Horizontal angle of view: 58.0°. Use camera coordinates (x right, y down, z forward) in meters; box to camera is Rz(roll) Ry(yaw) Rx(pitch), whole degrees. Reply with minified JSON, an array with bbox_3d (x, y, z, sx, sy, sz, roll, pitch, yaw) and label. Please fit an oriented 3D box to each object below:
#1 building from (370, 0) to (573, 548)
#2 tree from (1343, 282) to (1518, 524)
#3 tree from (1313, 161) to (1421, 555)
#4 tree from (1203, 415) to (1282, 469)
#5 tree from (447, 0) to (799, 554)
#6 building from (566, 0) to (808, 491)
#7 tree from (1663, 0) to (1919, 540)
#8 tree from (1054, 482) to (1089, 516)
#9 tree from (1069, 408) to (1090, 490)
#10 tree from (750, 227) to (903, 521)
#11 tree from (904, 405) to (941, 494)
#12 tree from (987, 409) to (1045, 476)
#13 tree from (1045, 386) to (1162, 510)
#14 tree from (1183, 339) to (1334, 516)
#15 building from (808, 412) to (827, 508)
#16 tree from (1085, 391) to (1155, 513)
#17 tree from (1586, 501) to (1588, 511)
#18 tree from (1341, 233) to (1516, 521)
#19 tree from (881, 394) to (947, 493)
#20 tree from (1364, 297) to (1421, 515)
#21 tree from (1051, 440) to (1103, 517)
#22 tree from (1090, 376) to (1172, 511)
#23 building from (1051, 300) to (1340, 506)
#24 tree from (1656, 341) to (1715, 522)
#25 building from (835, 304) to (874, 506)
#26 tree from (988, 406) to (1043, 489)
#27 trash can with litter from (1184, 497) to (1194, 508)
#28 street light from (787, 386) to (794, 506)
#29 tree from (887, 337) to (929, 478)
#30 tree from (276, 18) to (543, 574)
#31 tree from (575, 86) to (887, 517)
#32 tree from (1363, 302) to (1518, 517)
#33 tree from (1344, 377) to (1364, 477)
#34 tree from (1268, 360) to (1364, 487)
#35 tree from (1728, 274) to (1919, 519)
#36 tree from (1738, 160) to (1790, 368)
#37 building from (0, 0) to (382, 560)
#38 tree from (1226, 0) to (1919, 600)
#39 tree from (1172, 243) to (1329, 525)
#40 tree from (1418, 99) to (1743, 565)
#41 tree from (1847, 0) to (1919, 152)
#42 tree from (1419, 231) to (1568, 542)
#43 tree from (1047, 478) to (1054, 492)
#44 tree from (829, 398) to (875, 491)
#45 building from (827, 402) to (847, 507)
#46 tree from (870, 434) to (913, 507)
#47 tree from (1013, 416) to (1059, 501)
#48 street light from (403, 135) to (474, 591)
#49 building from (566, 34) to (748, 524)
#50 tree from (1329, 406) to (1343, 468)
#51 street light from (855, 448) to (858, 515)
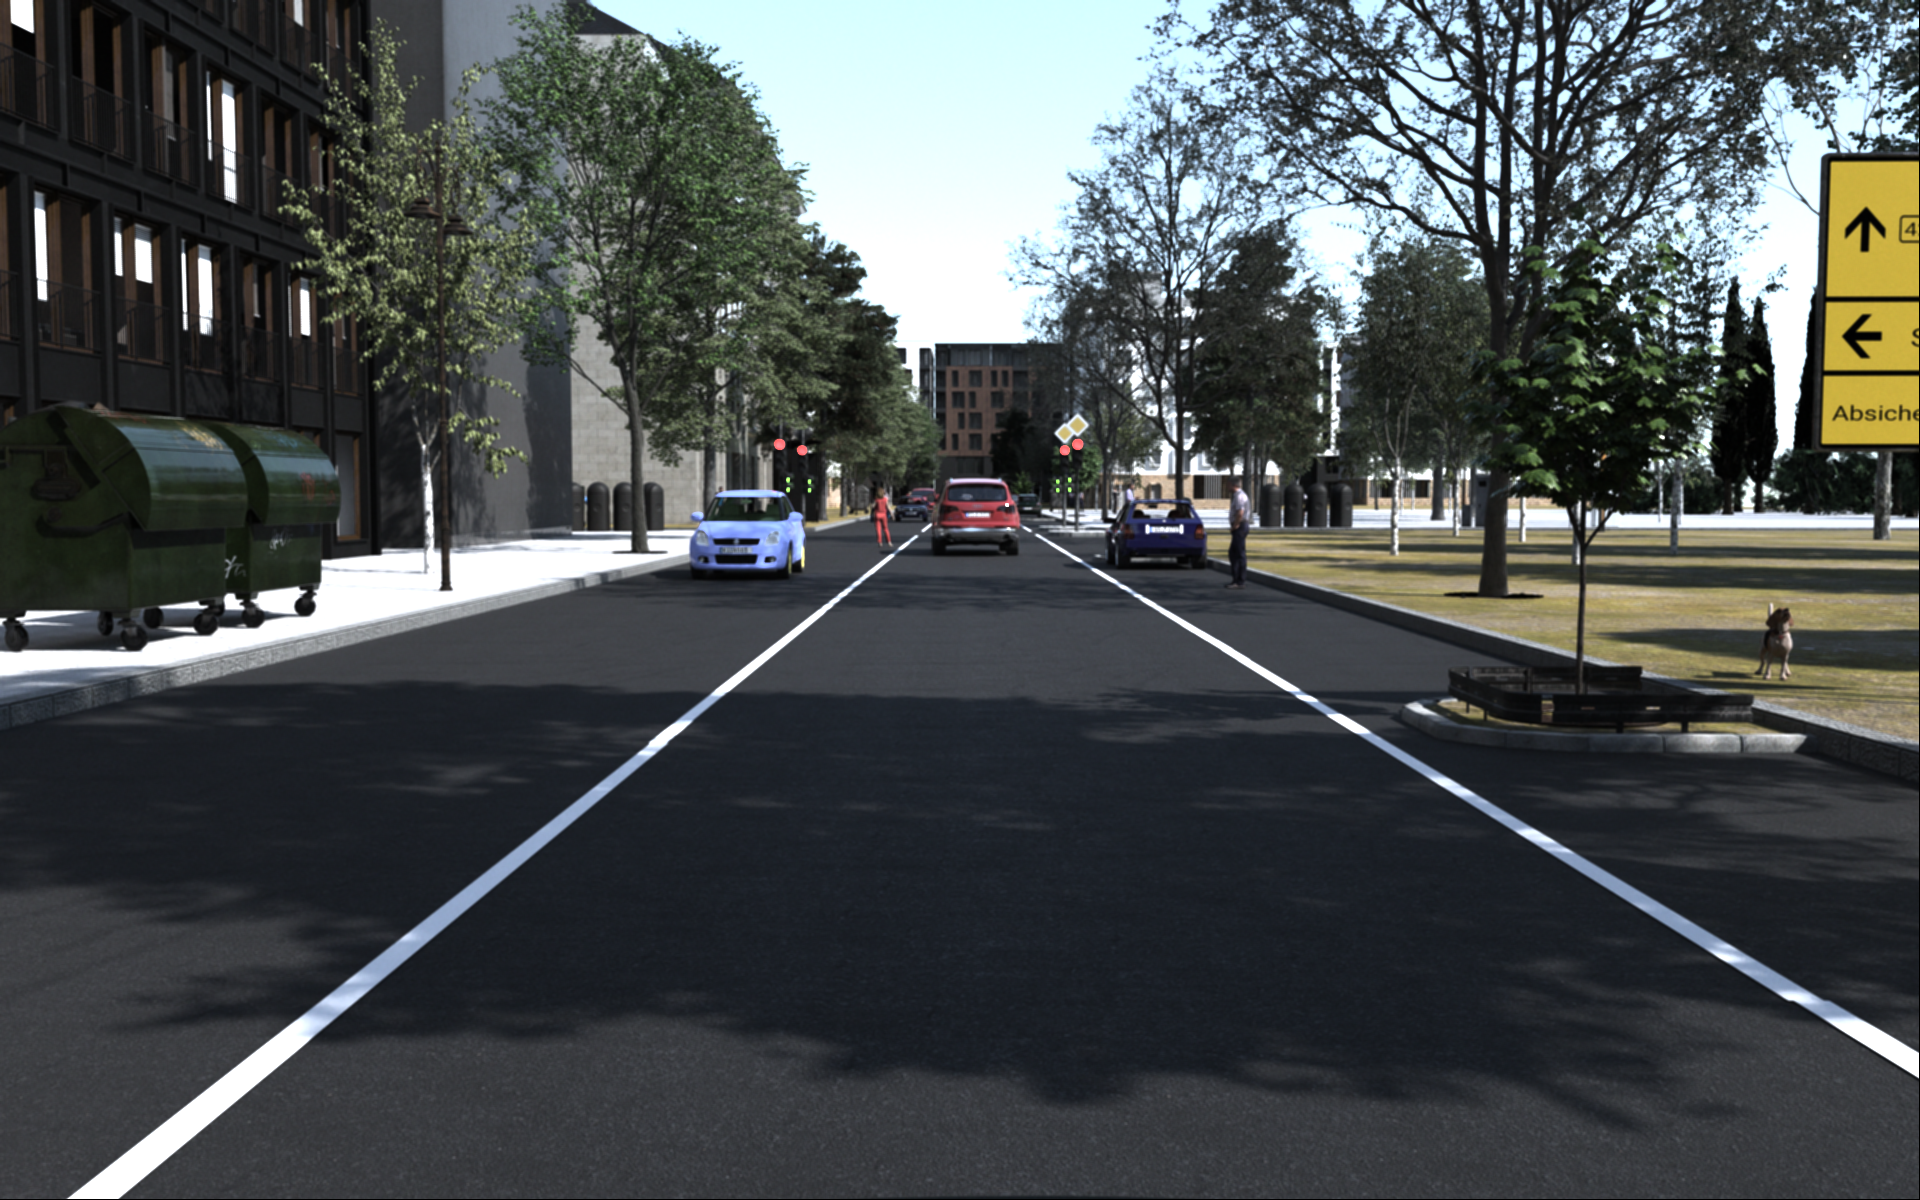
[{"bbox_3d":[-23.840,-15.513,47.139,24.014,27.812,14.314,0,4,0],"label":"building"},{"bbox_3d":[21.163,-8.507,73.503,8.767,10.594,7.601,1,4,8],"label":"tree"},{"bbox_3d":[9.234,-5.262,36.388,4.360,8.622,3.978,0,3,0],"label":"tree"},{"bbox_3d":[22.219,-12.210,134.048,8.767,10.594,7.601,-3,5,-42],"label":"tree"},{"bbox_3d":[-7.062,-6.816,37.192,9.928,11.665,9.643,0,3,0],"label":"tree"},{"bbox_3d":[-20.002,-20.464,111.006,17.030,29.872,44.131,0,4,0],"label":"building"},{"bbox_3d":[25.320,-11.683,46.913,12.611,20.169,13.585,0,3,0],"label":"tree"},{"bbox_3d":[6.827,-6.592,102.381,1.663,3.219,1.824,0,3,0],"label":"tree"},{"bbox_3d":[10.162,-11.093,131.726,4.737,8.622,4.395,0,3,0],"label":"tree"},{"bbox_3d":[-6.376,-10.733,82.908,7.806,13.903,7.818,0,3,0],"label":"tree"},{"bbox_3d":[-5.977,-16.741,199.464,9.928,11.665,9.643,0,3,0],"label":"tree"},{"bbox_3d":[6.665,-15.563,188.866,7.601,10.594,8.767,1,4,16],"label":"tree"},{"bbox_3d":[12.190,-12.502,138.827,8.767,10.594,7.601,1,4,16],"label":"tree"},{"bbox_3d":[17.938,-10.767,101.793,9.928,11.665,9.643,0,3,0],"label":"tree"},{"bbox_3d":[-16.496,-13.163,157.354,9.099,9.664,28.070,0,4,0],"label":"building"},{"bbox_3d":[11.537,-10.494,121.935,4.360,8.622,3.978,0,3,0],"label":"tree"},{"bbox_3d":[52.340,-13.479,122.195,18.604,14.587,13.155,2,4,27],"label":"tree"},{"bbox_3d":[23.234,-10.820,83.554,9.857,13.997,8.962,0,3,0],"label":"tree"},{"bbox_3d":[-6.458,-19.157,219.871,9.857,13.997,8.962,0,3,0],"label":"tree"},{"bbox_3d":[15.453,-6.277,52.984,4.737,8.622,4.395,0,3,0],"label":"tree"},{"bbox_3d":[6.575,-6.999,98.145,4.285,4.588,4.351,0,3,0],"label":"tree"},{"bbox_3d":[10.760,-9.475,105.271,4.737,8.622,4.395,0,3,0],"label":"tree"},{"bbox_3d":[25.472,-21.627,197.581,27.936,21.610,32.646,0,4,0],"label":"building"},{"bbox_3d":[31.704,-7.800,77.896,4.737,8.622,4.395,0,3,0],"label":"tree"},{"bbox_3d":[-27.406,-21.794,200.309,32.646,21.610,27.936,0,4,0],"label":"building"},{"bbox_3d":[6.825,-17.624,210.202,6.751,12.117,7.091,0,3,0],"label":"tree"},{"bbox_3d":[7.689,-2.947,59.578,0.624,1.170,1.055,1,4,15],"label":"trash can with litter"},{"bbox_3d":[-6.654,-5.814,67.845,0.468,5.910,1.993,0,4,0],"label":"street light"},{"bbox_3d":[-6.259,-11.006,98.078,7.486,12.596,7.792,0,3,0],"label":"tree"},{"bbox_3d":[-8.458,-4.704,27.270,4.737,8.622,4.395,0,3,0],"label":"tree"},{"bbox_3d":[-6.821,-7.951,48.133,7.486,12.596,7.792,0,3,0],"label":"tree"},{"bbox_3d":[27.936,-10.837,95.317,7.486,12.596,7.792,0,3,0],"label":"tree"},{"bbox_3d":[30.761,-12.360,120.211,7.486,12.596,7.792,0,3,0],"label":"tree"},{"bbox_3d":[18.143,-8.677,92.225,4.737,8.622,4.395,0,3,0],"label":"tree"},{"bbox_3d":[51.727,-12.544,106.913,18.604,14.587,13.155,0,4,1],"label":"tree"},{"bbox_3d":[15.258,-5.281,36.705,4.360,8.622,3.978,0,3,0],"label":"tree"},{"bbox_3d":[-18.333,-12.117,27.792,12.332,23.373,15.834,0,4,0],"label":"building"},{"bbox_3d":[6.733,-6.766,21.002,12.009,13.543,11.850,0,3,0],"label":"tree"},{"bbox_3d":[12.056,-9.190,72.310,6.751,12.117,7.091,0,3,0],"label":"tree"},{"bbox_3d":[10.993,-4.950,31.293,4.360,8.622,3.978,0,3,0],"label":"tree"},{"bbox_3d":[22.966,-7.799,34.167,9.857,13.997,8.962,0,3,0],"label":"tree"},{"bbox_3d":[14.923,-5.879,46.479,4.737,8.622,4.395,0,3,0],"label":"tree"},{"bbox_3d":[6.517,-7.355,114.859,1.663,3.219,1.824,0,3,0],"label":"tree"},{"bbox_3d":[-7.588,-10.374,119.980,4.737,8.622,4.395,0,3,0],"label":"tree"},{"bbox_3d":[-19.501,-19.610,177.044,16.016,20.091,11.380,0,4,0],"label":"building"},{"bbox_3d":[-6.851,-13.633,173.262,4.360,8.622,3.978,0,3,0],"label":"tree"},{"bbox_3d":[7.196,-13.439,170.091,4.360,8.622,3.978,0,3,0],"label":"tree"},{"bbox_3d":[-6.823,-3.060,22.816,0.468,5.910,1.993,0,4,0],"label":"street light"},{"bbox_3d":[-16.226,-13.827,80.820,10.420,20.320,16.860,0,4,0],"label":"building"},{"bbox_3d":[32.808,-12.419,137.471,7.601,10.594,8.767,1,4,9],"label":"tree"},{"bbox_3d":[-6.345,-8.138,105.847,0.468,5.910,1.993,0,4,0],"label":"street light"}]
